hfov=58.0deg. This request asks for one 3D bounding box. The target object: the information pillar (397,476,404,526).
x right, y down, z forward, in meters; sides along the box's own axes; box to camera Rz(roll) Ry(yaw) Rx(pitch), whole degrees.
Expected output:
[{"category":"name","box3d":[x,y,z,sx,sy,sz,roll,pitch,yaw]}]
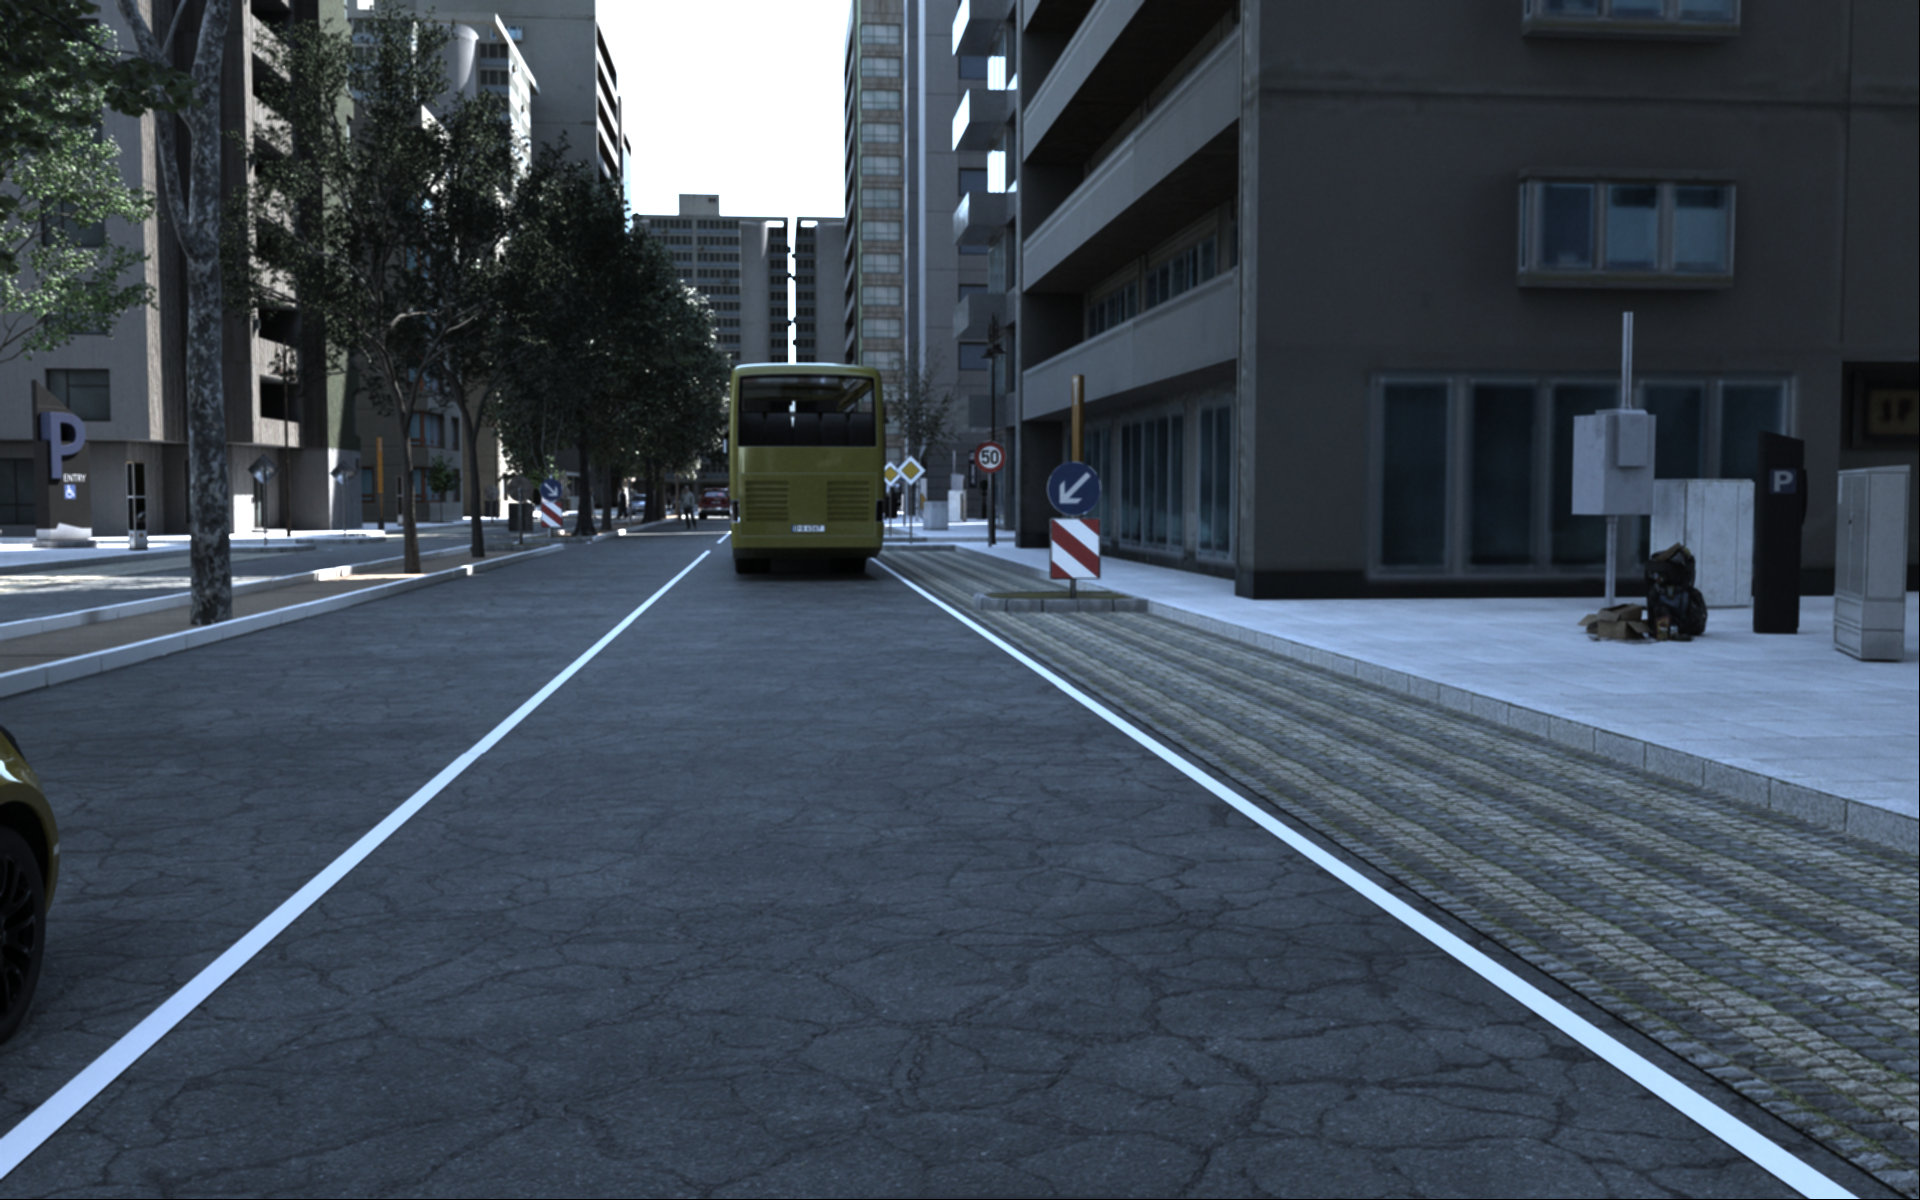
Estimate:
[{"category":"information pillar","box3d":[-22.285,-3.960,69.232,0.304,2.012,0.304,2,4,26]}]

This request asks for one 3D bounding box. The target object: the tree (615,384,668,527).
[{"category":"tree","box3d":[-14.370,-7.496,75.374,4.737,8.622,4.395,0,3,0]}]

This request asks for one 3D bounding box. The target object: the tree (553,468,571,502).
[{"category":"tree","box3d":[-28.407,-7.776,121.734,1.663,3.219,1.824,0,3,0]}]

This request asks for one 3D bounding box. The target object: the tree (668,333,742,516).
[{"category":"tree","box3d":[-18.645,-12.303,113.986,12.009,13.543,11.850,0,3,0]}]

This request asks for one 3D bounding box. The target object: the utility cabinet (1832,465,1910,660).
[{"category":"utility cabinet","box3d":[7.188,-0.308,13.712,0.318,1.500,1.173,1,4,17]}]

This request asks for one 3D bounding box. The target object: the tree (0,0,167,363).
[{"category":"tree","box3d":[-19.176,-6.546,32.779,9.928,11.665,9.643,0,3,0]}]

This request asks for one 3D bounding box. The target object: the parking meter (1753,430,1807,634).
[{"category":"parking meter","box3d":[7.556,-0.626,15.950,0.399,1.863,0.255,1,4,16]}]

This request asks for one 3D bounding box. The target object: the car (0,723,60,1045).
[{"category":"car","box3d":[-3.209,0.429,3.214,2.015,1.641,3.980,0,4,-5]}]

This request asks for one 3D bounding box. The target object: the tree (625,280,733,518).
[{"category":"tree","box3d":[-17.766,-11.818,102.330,9.857,13.997,8.962,0,3,0]}]

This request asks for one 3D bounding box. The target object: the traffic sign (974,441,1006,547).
[{"category":"traffic sign","box3d":[0.727,-2.554,41.863,0.768,2.556,0.104,0,4,3]}]

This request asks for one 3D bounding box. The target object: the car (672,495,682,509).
[{"category":"car","box3d":[-26.938,-9.508,168.040,1.945,1.354,3.894,0,4,-4]}]

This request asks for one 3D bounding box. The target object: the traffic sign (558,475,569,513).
[{"category":"traffic sign","box3d":[-26.891,-7.171,117.351,0.768,2.556,0.104,0,4,2]}]

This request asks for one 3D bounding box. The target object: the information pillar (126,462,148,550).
[{"category":"information pillar","box3d":[-18.794,-2.145,39.559,0.304,2.012,0.304,3,4,37]}]

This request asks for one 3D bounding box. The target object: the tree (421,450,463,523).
[{"category":"tree","box3d":[-22.980,-5.022,76.703,1.663,3.219,1.824,0,3,0]}]

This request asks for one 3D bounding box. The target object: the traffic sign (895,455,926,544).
[{"category":"traffic sign","box3d":[-1.269,-2.504,44.577,0.795,2.450,0.064,0,4,-6]}]

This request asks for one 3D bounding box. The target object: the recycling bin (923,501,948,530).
[{"category":"recycling bin","box3d":[-0.873,-3.007,61.719,0.722,1.027,0.722,-1,4,-22]}]

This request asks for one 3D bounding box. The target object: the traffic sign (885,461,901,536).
[{"category":"traffic sign","box3d":[-2.117,-2.989,52.517,0.795,2.450,0.064,0,4,-6]}]

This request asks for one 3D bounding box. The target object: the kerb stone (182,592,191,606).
[{"category":"kerb stone","box3d":[-9.975,-0.011,22.370,0.120,0.150,1.000,0,4,-6]}]

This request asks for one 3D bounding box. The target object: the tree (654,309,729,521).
[{"category":"tree","box3d":[-16.139,-10.051,92.544,9.928,11.665,9.643,0,3,0]}]

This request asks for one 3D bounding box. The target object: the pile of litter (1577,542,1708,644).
[{"category":"pile of litter","box3d":[6.120,-0.100,15.593,1.719,0.858,1.176,-3,5,-41]}]

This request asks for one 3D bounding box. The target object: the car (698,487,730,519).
[{"category":"car","box3d":[-13.947,-5.571,99.758,2.281,1.827,5.304,0,4,-5]}]

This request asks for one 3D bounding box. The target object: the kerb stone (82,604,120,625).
[{"category":"kerb stone","box3d":[-9.651,0.178,19.313,0.120,0.150,1.000,0,4,-6]}]

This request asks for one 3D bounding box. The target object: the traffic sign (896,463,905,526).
[{"category":"traffic sign","box3d":[-2.239,-4.256,69.690,0.768,2.556,0.104,0,4,1]}]

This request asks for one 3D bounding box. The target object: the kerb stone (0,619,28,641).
[{"category":"kerb stone","box3d":[-9.428,0.301,17.279,0.120,0.150,1.000,0,4,-6]}]

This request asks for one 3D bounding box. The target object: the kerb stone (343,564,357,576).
[{"category":"kerb stone","box3d":[-10.849,-0.505,30.514,0.120,0.150,1.000,0,4,-6]}]

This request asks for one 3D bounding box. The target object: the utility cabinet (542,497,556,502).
[{"category":"utility cabinet","box3d":[-27.825,-6.486,117.200,1.020,1.237,0.306,2,4,27]}]

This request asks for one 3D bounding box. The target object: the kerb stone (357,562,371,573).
[{"category":"kerb stone","box3d":[-10.954,-0.571,31.534,0.120,0.150,1.000,0,4,-6]}]

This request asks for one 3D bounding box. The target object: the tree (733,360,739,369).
[{"category":"tree","box3d":[-14.883,-9.986,82.739,9.611,12.733,9.660,0,3,0]}]

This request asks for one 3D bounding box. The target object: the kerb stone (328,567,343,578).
[{"category":"kerb stone","box3d":[-10.736,-0.447,29.497,0.120,0.150,1.000,0,4,-6]}]

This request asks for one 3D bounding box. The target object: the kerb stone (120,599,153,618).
[{"category":"kerb stone","box3d":[-9.754,0.114,20.338,0.120,0.150,1.000,0,4,-6]}]

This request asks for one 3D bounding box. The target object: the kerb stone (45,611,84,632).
[{"category":"kerb stone","box3d":[-9.541,0.245,18.295,0.120,0.150,1.000,0,4,-6]}]

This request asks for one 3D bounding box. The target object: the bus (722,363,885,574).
[{"category":"bus","box3d":[-3.266,-2.605,34.144,2.896,3.916,12.252,0,4,-7]}]

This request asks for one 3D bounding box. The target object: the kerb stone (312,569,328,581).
[{"category":"kerb stone","box3d":[-10.629,-0.383,28.479,0.120,0.150,1.000,0,4,-6]}]

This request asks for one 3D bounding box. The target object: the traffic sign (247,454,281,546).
[{"category":"traffic sign","box3d":[-17.225,-2.401,42.900,0.795,2.450,0.064,0,4,-6]}]

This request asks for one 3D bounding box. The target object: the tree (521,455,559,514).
[{"category":"tree","box3d":[-27.675,-7.867,112.342,4.285,4.588,4.351,0,3,0]}]

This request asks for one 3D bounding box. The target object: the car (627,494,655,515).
[{"category":"car","box3d":[-21.964,-6.600,119.915,2.014,1.417,4.499,0,4,-5]}]

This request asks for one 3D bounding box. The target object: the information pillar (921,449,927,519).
[{"category":"information pillar","box3d":[-1.863,-5.996,89.387,0.183,3.616,0.504,2,4,30]}]

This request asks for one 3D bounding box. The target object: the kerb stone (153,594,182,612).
[{"category":"kerb stone","box3d":[-9.864,0.051,21.354,0.120,0.150,1.000,0,4,-6]}]

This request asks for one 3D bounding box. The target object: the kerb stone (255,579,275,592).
[{"category":"kerb stone","box3d":[-10.305,-0.198,25.430,0.120,0.150,1.000,0,4,-6]}]

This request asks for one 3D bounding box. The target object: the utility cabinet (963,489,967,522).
[{"category":"utility cabinet","box3d":[-0.086,-4.364,80.036,0.318,1.500,1.173,-2,4,-25]}]

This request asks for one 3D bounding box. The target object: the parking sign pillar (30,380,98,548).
[{"category":"parking sign pillar","box3d":[-21.516,-3.244,41.504,1.447,3.967,1.447,1,4,16]}]

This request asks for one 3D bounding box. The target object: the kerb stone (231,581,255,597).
[{"category":"kerb stone","box3d":[-10.191,-0.135,24.409,0.120,0.150,1.000,0,4,-6]}]

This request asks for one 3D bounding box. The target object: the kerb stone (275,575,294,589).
[{"category":"kerb stone","box3d":[-10.411,-0.250,26.447,0.120,0.150,1.000,0,4,-6]}]

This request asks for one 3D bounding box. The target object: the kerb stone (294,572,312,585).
[{"category":"kerb stone","box3d":[-10.516,-0.322,27.463,0.120,0.150,1.000,0,4,-6]}]

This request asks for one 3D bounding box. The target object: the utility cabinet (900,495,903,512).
[{"category":"utility cabinet","box3d":[-3.792,-6.867,123.437,1.020,1.237,0.306,3,4,38]}]

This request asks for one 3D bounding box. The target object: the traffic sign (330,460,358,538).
[{"category":"traffic sign","box3d":[-18.073,-2.887,50.840,0.795,2.450,0.064,0,4,-6]}]

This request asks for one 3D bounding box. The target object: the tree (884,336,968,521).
[{"category":"tree","box3d":[-1.824,-8.029,81.640,4.360,8.622,3.978,0,3,0]}]
